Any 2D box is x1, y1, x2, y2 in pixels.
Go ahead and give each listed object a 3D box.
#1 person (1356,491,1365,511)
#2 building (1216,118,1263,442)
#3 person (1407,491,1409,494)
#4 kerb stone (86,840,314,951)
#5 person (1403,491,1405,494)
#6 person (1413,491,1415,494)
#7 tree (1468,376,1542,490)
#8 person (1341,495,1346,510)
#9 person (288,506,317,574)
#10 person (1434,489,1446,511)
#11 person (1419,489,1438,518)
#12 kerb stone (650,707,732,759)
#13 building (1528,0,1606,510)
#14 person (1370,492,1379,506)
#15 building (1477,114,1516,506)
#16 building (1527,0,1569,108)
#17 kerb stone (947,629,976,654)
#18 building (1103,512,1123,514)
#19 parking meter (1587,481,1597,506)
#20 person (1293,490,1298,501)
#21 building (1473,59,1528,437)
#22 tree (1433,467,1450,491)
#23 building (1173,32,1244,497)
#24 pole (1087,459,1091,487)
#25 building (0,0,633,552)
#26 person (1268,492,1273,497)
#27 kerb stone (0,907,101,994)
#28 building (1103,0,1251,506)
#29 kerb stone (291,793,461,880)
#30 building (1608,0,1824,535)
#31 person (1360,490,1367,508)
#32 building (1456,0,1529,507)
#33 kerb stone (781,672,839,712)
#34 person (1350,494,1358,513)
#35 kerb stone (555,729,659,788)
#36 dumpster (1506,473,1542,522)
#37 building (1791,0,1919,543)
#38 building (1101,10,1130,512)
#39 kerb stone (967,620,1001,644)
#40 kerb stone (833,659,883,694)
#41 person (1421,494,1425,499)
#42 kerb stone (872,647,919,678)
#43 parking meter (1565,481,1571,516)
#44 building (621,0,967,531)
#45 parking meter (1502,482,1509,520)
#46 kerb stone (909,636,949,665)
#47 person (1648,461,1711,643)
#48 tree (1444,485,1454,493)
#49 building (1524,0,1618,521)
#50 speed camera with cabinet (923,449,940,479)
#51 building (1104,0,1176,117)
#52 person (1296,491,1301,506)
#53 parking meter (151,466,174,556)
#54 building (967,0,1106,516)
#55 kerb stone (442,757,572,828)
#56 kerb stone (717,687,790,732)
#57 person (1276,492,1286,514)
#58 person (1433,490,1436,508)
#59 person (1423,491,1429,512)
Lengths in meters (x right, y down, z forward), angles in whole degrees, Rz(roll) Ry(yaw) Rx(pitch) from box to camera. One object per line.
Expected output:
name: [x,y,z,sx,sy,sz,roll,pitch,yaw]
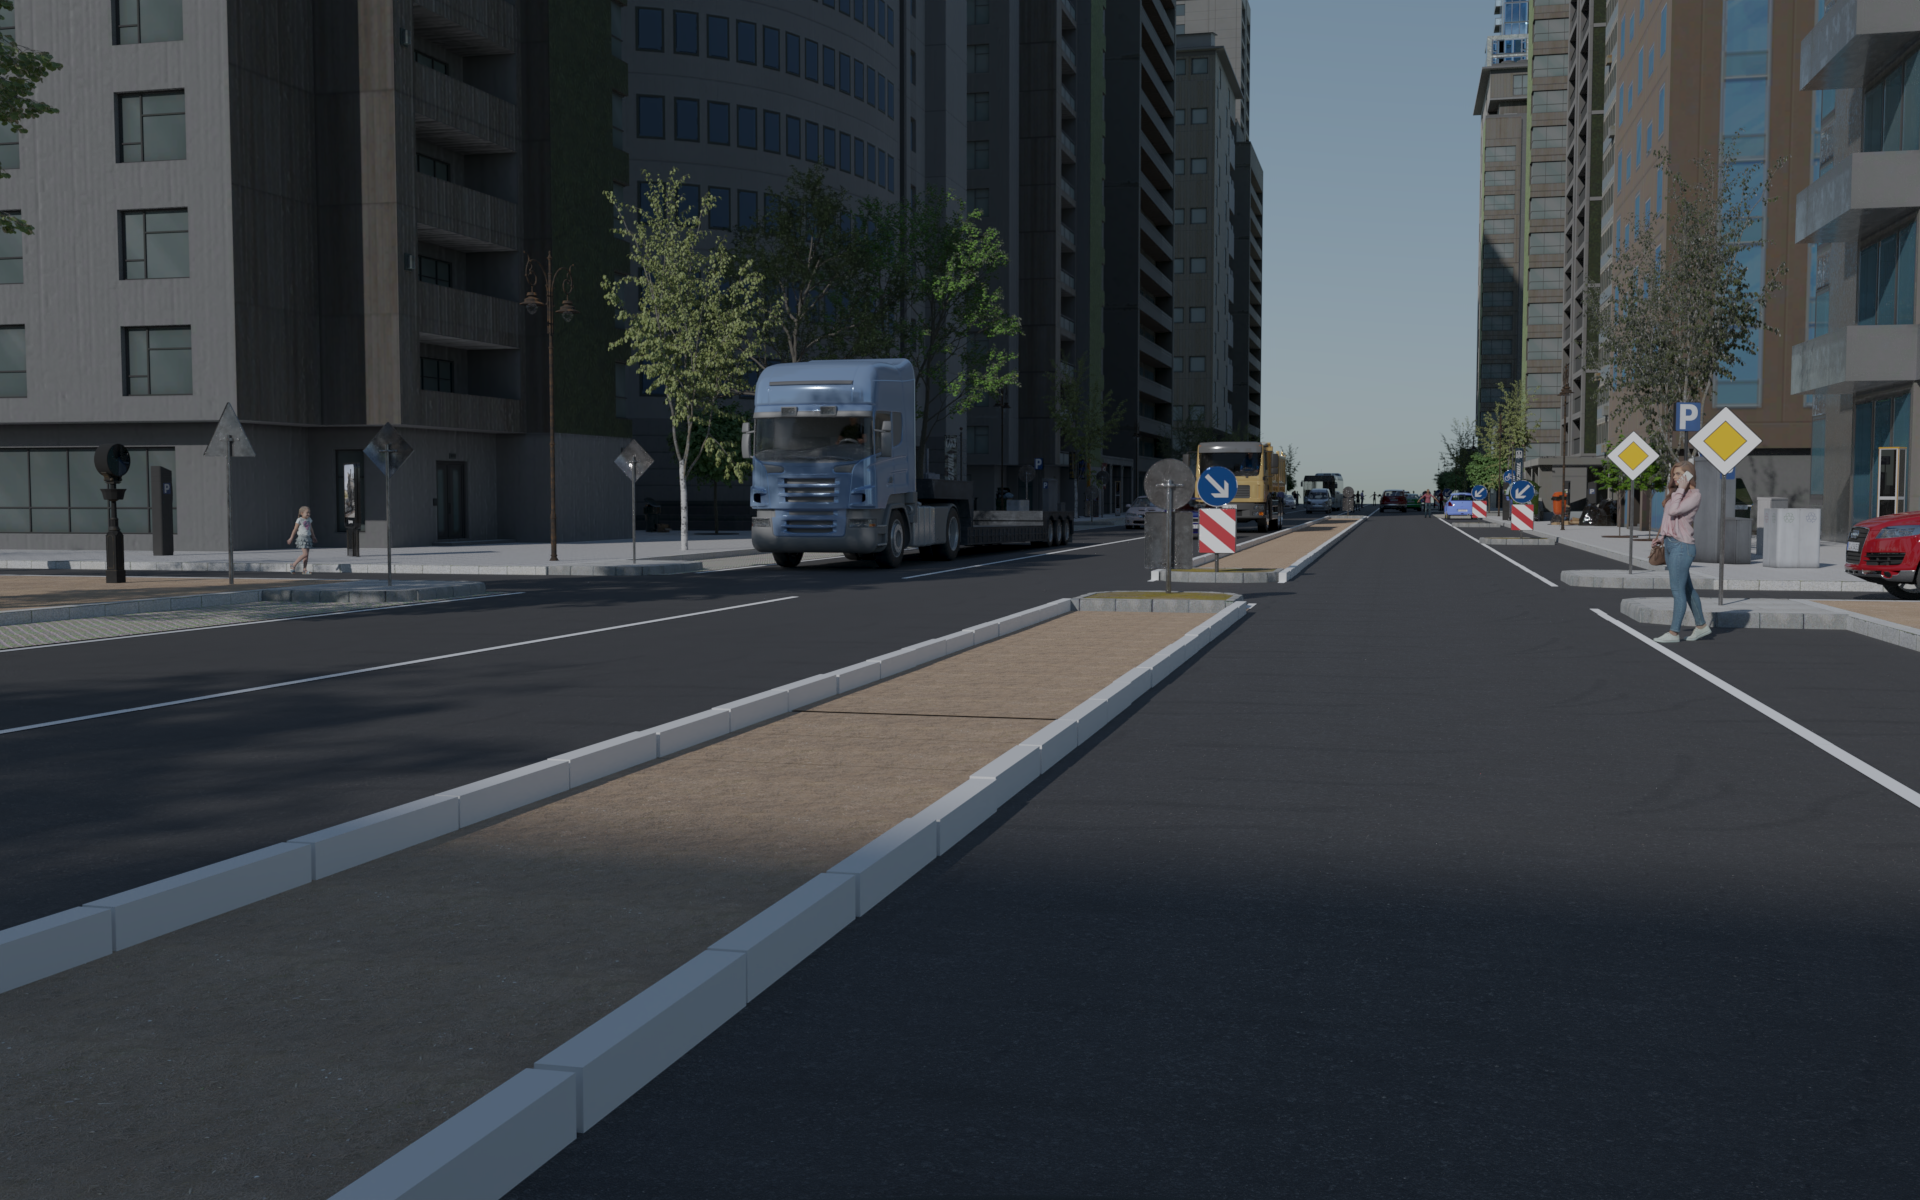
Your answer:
person: [34.160,-8.518,148.493,1.217,1.735,0.721,3,4,39]
building: [28.318,-37.019,228.968,21.300,48.544,21.600,1,4,14]
person: [47.902,-10.733,184.770,0.721,1.735,1.217,2,4,29]
kerb stone: [-2.560,0.998,5.882,0.120,0.150,1.000,1,4,14]
person: [44.385,-10.044,173.277,0.990,1.755,0.434,2,4,34]
person: [43.887,-9.687,167.402,1.217,1.766,0.721,3,5,44]
tree: [34.554,-9.690,108.800,4.737,8.622,4.395,0,3,0]
person: [33.756,-8.857,153.834,1.217,1.766,0.721,0,4,6]
person: [-11.768,-1.073,31.052,0.382,1.210,0.505,1,4,19]
person: [39.992,-8.286,143.912,0.705,1.831,1.348,-2,4,-33]
person: [28.201,-5.819,104.365,1.217,1.743,0.721,1,4,14]
kerb stone: [-1.555,0.760,9.853,0.120,0.150,1.000,1,4,14]
building: [48.623,-41.176,111.476,20.563,71.187,20.611,1,4,14]
person: [50.082,-12.241,209.349,1.217,1.736,0.721,0,4,-2]
building: [63.770,-30.872,188.345,14.154,41.232,14.086,1,4,14]
building: [49.616,-27.303,130.000,14.154,41.232,14.086,1,4,14]
kerb stone: [-0.055,0.398,15.824,0.120,0.150,1.000,1,4,14]
building: [1.183,-41.562,117.786,20.563,71.187,20.611,1,4,14]
parking meter: [27.482,-4.258,75.334,0.399,1.863,0.255,2,4,28]
person: [34.048,-10.263,176.311,0.705,1.822,1.348,3,5,45]
building: [76.219,-37.745,206.369,28.713,52.752,27.495,1,4,14]
tree: [53.506,-12.395,186.371,4.285,4.588,4.351,0,3,0]
building: [18.074,-37.732,206.150,28.713,52.752,27.495,1,4,14]
pole: [7.367,-6.436,99.079,0.158,3.312,0.155,0,3,0]
building: [-17.925,-16.668,44.229,14.160,30.474,14.107,1,4,14]
person: [18.848,-5.852,104.961,0.721,1.735,1.217,3,5,43]
kerb stone: [-2.805,1.058,4.890,0.120,0.150,1.000,1,4,14]
building: [32.955,-49.577,248.835,20.563,71.187,20.611,1,4,14]
kerb stone: [-2.308,0.937,6.875,0.120,0.150,1.000,1,4,14]
building: [30.385,-24.960,58.211,14.600,45.320,14.200,1,4,14]
person: [41.228,-10.313,176.988,0.599,1.838,0.709,-1,4,-11]
building: [80.054,-56.380,234.481,22.319,86.520,31.000,1,4,14]
kerb stone: [-1.058,0.634,11.837,0.120,0.150,1.000,1,4,14]
person: [30.344,-7.637,134.066,1.217,1.736,0.721,-2,4,-24]
kerb stone: [-1.817,0.816,8.860,0.120,0.150,1.000,1,4,14]
dumpster: [26.484,-4.822,81.332,1.502,2.255,1.985,1,4,14]
building: [34.008,-25.405,34.974,30.456,49.044,23.786,1,4,14]
building: [10.678,-44.105,159.373,20.563,71.187,20.611,1,4,14]
kerb stone: [0.201,0.329,16.817,0.120,0.150,1.000,1,4,14]
kerb stone: [-0.795,0.577,12.836,0.120,0.150,1.000,1,4,14]
person: [60.150,-13.156,223.685,1.350,1.814,0.705,2,4,33]
kerb stone: [-0.543,0.512,13.828,0.120,0.150,1.000,1,4,14]
parking meter: [26.335,-4.253,75.253,0.255,1.863,0.399,2,4,34]
building: [-13.274,-32.429,72.219,21.231,58.520,28.212,1,4,14]
parking meter: [26.704,-4.833,84.733,0.255,1.863,0.399,1,4,9]
kerb stone: [-0.304,0.450,14.832,0.120,0.150,1.000,1,4,14]
person: [7.026,-0.470,16.776,0.643,1.750,0.593,0,4,1]
tree: [57.851,-12.825,204.297,1.663,3.219,1.824,0,3,0]
building: [44.824,-23.969,83.768,32.217,40.220,23.993,1,4,14]
speed camera with cabinet: [-0.980,-4.919,74.761,0.660,3.252,2.038,-1,4,-22]
building: [5.356,-31.558,139.678,21.300,48.544,21.600,1,4,14]
person: [42.072,-12.693,216.112,1.350,1.814,0.705,-2,4,-33]
parking meter: [-16.623,-1.859,36.103,0.255,1.863,0.399,1,4,12]
building: [0.259,-25.428,99.344,14.154,41.232,14.086,1,4,14]
kerb stone: [-2.063,0.878,7.868,0.120,0.150,1.000,1,4,14]
kerb stone: [-1.306,0.694,10.844,0.120,0.150,1.000,1,4,14]
person: [22.902,-7.037,123.430,0.709,1.838,0.599,2,4,26]
person: [47.667,-10.109,173.798,0.705,1.823,1.348,1,4,14]
person: [37.668,-7.989,139.921,0.445,1.727,0.742,1,4,17]
